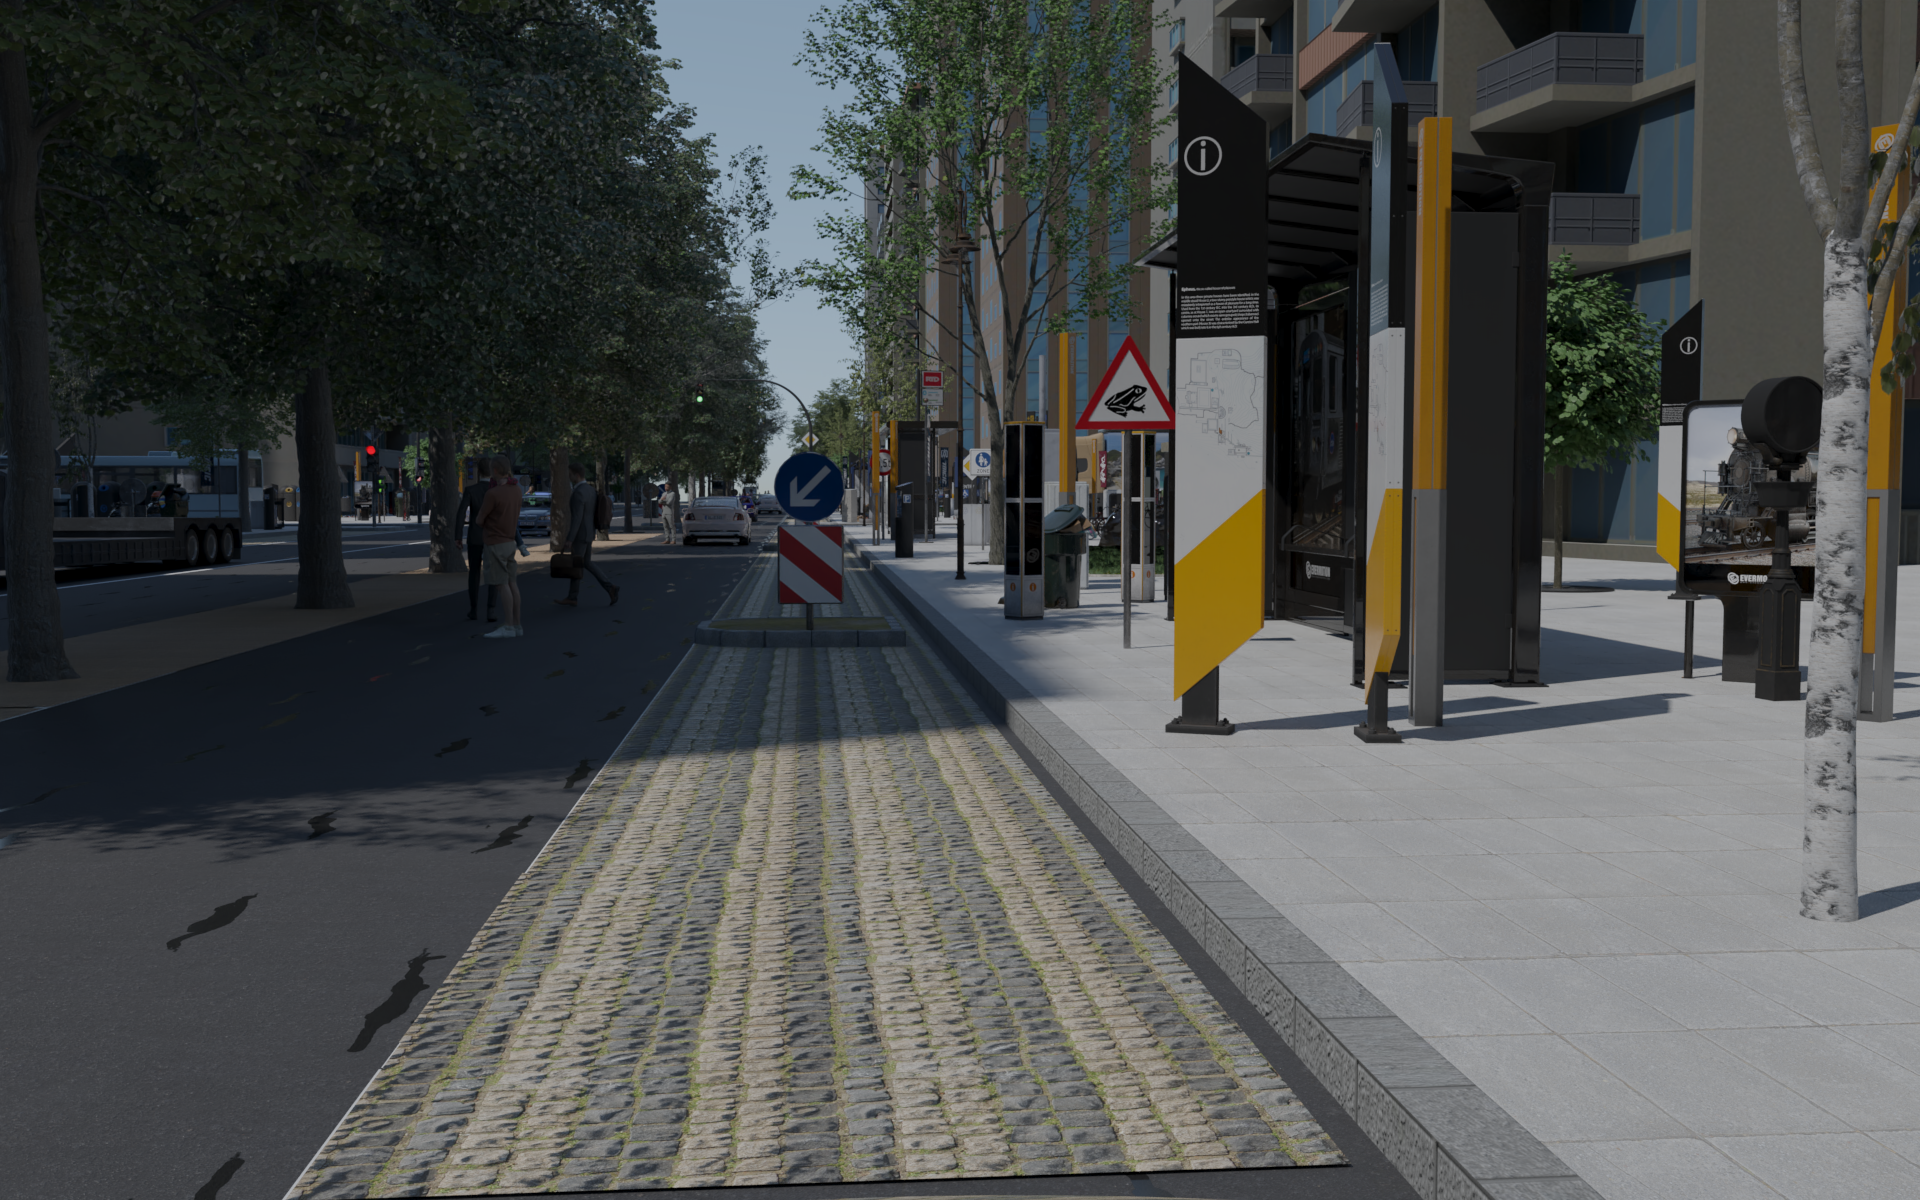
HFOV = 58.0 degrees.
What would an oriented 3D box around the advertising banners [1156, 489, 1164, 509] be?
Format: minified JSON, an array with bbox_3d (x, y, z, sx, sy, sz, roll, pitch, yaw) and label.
[{"bbox_3d":[5.657,-3.286,49.913,0.090,3.025,2.074,-1,4,-12],"label":"advertising banners"}]

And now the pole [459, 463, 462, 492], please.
[{"bbox_3d":[-26.875,-6.080,93.243,0.158,3.312,0.155,0,3,0],"label":"pole"}]

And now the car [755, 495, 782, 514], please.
[{"bbox_3d":[-13.794,-6.901,125.185,2.083,1.381,4.827,0,4,-5],"label":"car"}]

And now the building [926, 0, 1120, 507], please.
[{"bbox_3d":[4.548,-30.255,144.783,14.600,45.320,14.200,0,4,-5],"label":"building"}]

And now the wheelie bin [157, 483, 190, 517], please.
[{"bbox_3d":[-23.140,-2.639,51.059,0.693,1.594,0.980,1,4,12],"label":"wheelie bin"}]

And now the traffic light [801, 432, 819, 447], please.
[{"bbox_3d":[-6.656,-5.375,76.797,0.839,4.253,0.868,0,4,-5],"label":"traffic light"}]

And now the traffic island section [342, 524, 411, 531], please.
[{"bbox_3d":[-22.827,-2.763,67.456,2.009,0.180,2.903,0,4,-5],"label":"traffic island section"}]

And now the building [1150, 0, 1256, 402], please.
[{"bbox_3d":[21.854,-28.892,96.080,21.600,48.544,21.300,0,4,-5],"label":"building"}]

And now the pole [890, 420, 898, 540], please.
[{"bbox_3d":[-1.820,-3.306,47.902,0.158,3.312,0.155,0,3,0],"label":"pole"}]

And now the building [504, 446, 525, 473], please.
[{"bbox_3d":[-47.652,-28.876,155.716,14.154,41.232,14.086,0,4,-5],"label":"building"}]

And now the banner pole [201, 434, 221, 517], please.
[{"bbox_3d":[-28.011,-4.579,64.882,0.863,3.779,0.401,-1,4,-22],"label":"banner pole"}]

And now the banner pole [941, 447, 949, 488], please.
[{"bbox_3d":[-0.861,-5.579,81.237,0.863,3.779,0.401,-2,4,-33],"label":"banner pole"}]

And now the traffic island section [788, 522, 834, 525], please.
[{"bbox_3d":[-6.615,-3.342,76.914,2.009,0.180,2.903,0,4,-5],"label":"traffic island section"}]

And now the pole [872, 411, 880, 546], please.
[{"bbox_3d":[-2.076,-2.994,42.799,0.158,3.312,0.155,0,3,0],"label":"pole"}]

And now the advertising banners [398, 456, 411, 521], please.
[{"bbox_3d":[-26.203,-5.228,81.668,0.090,3.025,2.074,0,4,-4],"label":"advertising banners"}]

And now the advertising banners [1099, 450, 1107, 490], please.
[{"bbox_3d":[6.170,-4.458,69.072,0.090,3.025,2.074,-2,4,-34],"label":"advertising banners"}]

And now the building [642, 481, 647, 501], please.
[{"bbox_3d":[-61.154,-37.497,296.677,14.154,41.232,14.086,0,4,-5],"label":"building"}]

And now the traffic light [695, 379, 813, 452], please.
[{"bbox_3d":[-8.019,-5.740,68.516,4.771,5.953,1.251,0,4,-5],"label":"traffic light"}]

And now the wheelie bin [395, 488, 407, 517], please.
[{"bbox_3d":[-30.786,-5.359,95.532,0.693,1.594,0.980,-3,4,-38],"label":"wheelie bin"}]

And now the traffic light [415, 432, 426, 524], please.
[{"bbox_3d":[-21.423,-6.167,75.499,4.771,5.953,1.251,0,4,-5],"label":"traffic light"}]

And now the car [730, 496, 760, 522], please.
[{"bbox_3d":[-11.412,-4.738,90.039,1.945,1.354,3.894,0,4,-5],"label":"car"}]

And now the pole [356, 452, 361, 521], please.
[{"bbox_3d":[-29.123,-5.509,83.921,0.158,3.312,0.155,0,3,0],"label":"pole"}]

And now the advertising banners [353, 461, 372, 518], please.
[{"bbox_3d":[-31.558,-5.826,91.436,0.090,3.025,2.074,0,4,5],"label":"advertising banners"}]

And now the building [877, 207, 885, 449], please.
[{"bbox_3d":[-1.352,-39.656,267.984,23.786,49.044,30.456,0,4,-5],"label":"building"}]

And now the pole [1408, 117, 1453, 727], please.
[{"bbox_3d":[2.588,-0.959,9.530,0.158,3.312,0.155,0,3,0],"label":"pole"}]

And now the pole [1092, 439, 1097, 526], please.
[{"bbox_3d":[4.958,-4.282,63.860,0.158,3.312,0.155,0,3,0],"label":"pole"}]

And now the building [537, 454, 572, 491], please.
[{"bbox_3d":[-52.469,-31.493,198.512,14.154,41.232,14.086,0,4,-5],"label":"building"}]

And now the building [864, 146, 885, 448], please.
[{"bbox_3d":[-5.865,-46.163,296.767,21.231,58.520,28.212,0,4,-5],"label":"building"}]

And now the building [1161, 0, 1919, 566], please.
[{"bbox_3d":[18.718,-23.800,43.757,22.147,44.769,28.867,0,4,-5],"label":"building"}]

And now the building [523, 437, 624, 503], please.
[{"bbox_3d":[-60.681,-36.648,253.822,22.147,44.769,28.867,0,4,-5],"label":"building"}]

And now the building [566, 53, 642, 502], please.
[{"bbox_3d":[-62.202,-51.349,277.810,20.563,71.187,20.611,0,4,-5],"label":"building"}]

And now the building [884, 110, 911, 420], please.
[{"bbox_3d":[2.068,-35.792,208.906,21.300,48.544,21.600,0,4,-5],"label":"building"}]

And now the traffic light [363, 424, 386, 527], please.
[{"bbox_3d":[-22.786,-4.795,67.325,0.839,4.253,0.868,0,4,-5],"label":"traffic light"}]

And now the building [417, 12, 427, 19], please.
[{"bbox_3d":[-44.403,-27.583,134.581,14.154,41.232,14.086,0,4,-5],"label":"building"}]

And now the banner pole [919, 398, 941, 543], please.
[{"bbox_3d":[-0.839,-3.363,44.998,0.401,3.779,0.863,-1,4,-11],"label":"banner pole"}]

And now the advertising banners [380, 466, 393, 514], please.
[{"bbox_3d":[-35.793,-6.902,109.029,2.074,3.025,0.090,2,4,34],"label":"advertising banners"}]

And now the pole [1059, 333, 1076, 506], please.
[{"bbox_3d":[1.368,-1.725,22.044,0.158,3.312,0.155,0,3,0],"label":"pole"}]

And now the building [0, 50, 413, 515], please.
[{"bbox_3d":[-47.270,-29.509,106.179,21.300,48.544,21.600,0,4,-5],"label":"building"}]

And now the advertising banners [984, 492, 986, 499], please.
[{"bbox_3d":[2.819,-8.445,134.264,2.074,3.025,0.090,-1,4,-20],"label":"advertising banners"}]

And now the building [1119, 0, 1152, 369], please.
[{"bbox_3d":[8.960,-28.505,116.171,14.600,45.320,14.200,0,4,-5],"label":"building"}]

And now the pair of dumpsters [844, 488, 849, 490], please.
[{"bbox_3d":[-7.297,-6.879,114.960,1.574,2.255,4.437,0,4,-5],"label":"pair of dumpsters"}]

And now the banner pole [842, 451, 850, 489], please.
[{"bbox_3d":[-6.557,-6.754,100.438,0.401,3.779,0.863,-3,5,-44],"label":"banner pole"}]

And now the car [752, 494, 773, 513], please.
[{"bbox_3d":[-15.130,-7.300,131.156,2.131,1.459,4.920,0,4,-4],"label":"car"}]

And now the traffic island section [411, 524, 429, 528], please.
[{"bbox_3d":[-23.539,-3.249,75.409,2.009,0.180,2.903,0,4,-5],"label":"traffic island section"}]

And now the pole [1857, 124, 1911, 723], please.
[{"bbox_3d":[5.171,-0.971,9.717,0.158,3.312,0.155,0,3,0],"label":"pole"}]

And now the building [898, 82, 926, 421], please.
[{"bbox_3d":[4.767,-32.376,183.975,22.147,44.769,28.867,0,4,-5],"label":"building"}]
